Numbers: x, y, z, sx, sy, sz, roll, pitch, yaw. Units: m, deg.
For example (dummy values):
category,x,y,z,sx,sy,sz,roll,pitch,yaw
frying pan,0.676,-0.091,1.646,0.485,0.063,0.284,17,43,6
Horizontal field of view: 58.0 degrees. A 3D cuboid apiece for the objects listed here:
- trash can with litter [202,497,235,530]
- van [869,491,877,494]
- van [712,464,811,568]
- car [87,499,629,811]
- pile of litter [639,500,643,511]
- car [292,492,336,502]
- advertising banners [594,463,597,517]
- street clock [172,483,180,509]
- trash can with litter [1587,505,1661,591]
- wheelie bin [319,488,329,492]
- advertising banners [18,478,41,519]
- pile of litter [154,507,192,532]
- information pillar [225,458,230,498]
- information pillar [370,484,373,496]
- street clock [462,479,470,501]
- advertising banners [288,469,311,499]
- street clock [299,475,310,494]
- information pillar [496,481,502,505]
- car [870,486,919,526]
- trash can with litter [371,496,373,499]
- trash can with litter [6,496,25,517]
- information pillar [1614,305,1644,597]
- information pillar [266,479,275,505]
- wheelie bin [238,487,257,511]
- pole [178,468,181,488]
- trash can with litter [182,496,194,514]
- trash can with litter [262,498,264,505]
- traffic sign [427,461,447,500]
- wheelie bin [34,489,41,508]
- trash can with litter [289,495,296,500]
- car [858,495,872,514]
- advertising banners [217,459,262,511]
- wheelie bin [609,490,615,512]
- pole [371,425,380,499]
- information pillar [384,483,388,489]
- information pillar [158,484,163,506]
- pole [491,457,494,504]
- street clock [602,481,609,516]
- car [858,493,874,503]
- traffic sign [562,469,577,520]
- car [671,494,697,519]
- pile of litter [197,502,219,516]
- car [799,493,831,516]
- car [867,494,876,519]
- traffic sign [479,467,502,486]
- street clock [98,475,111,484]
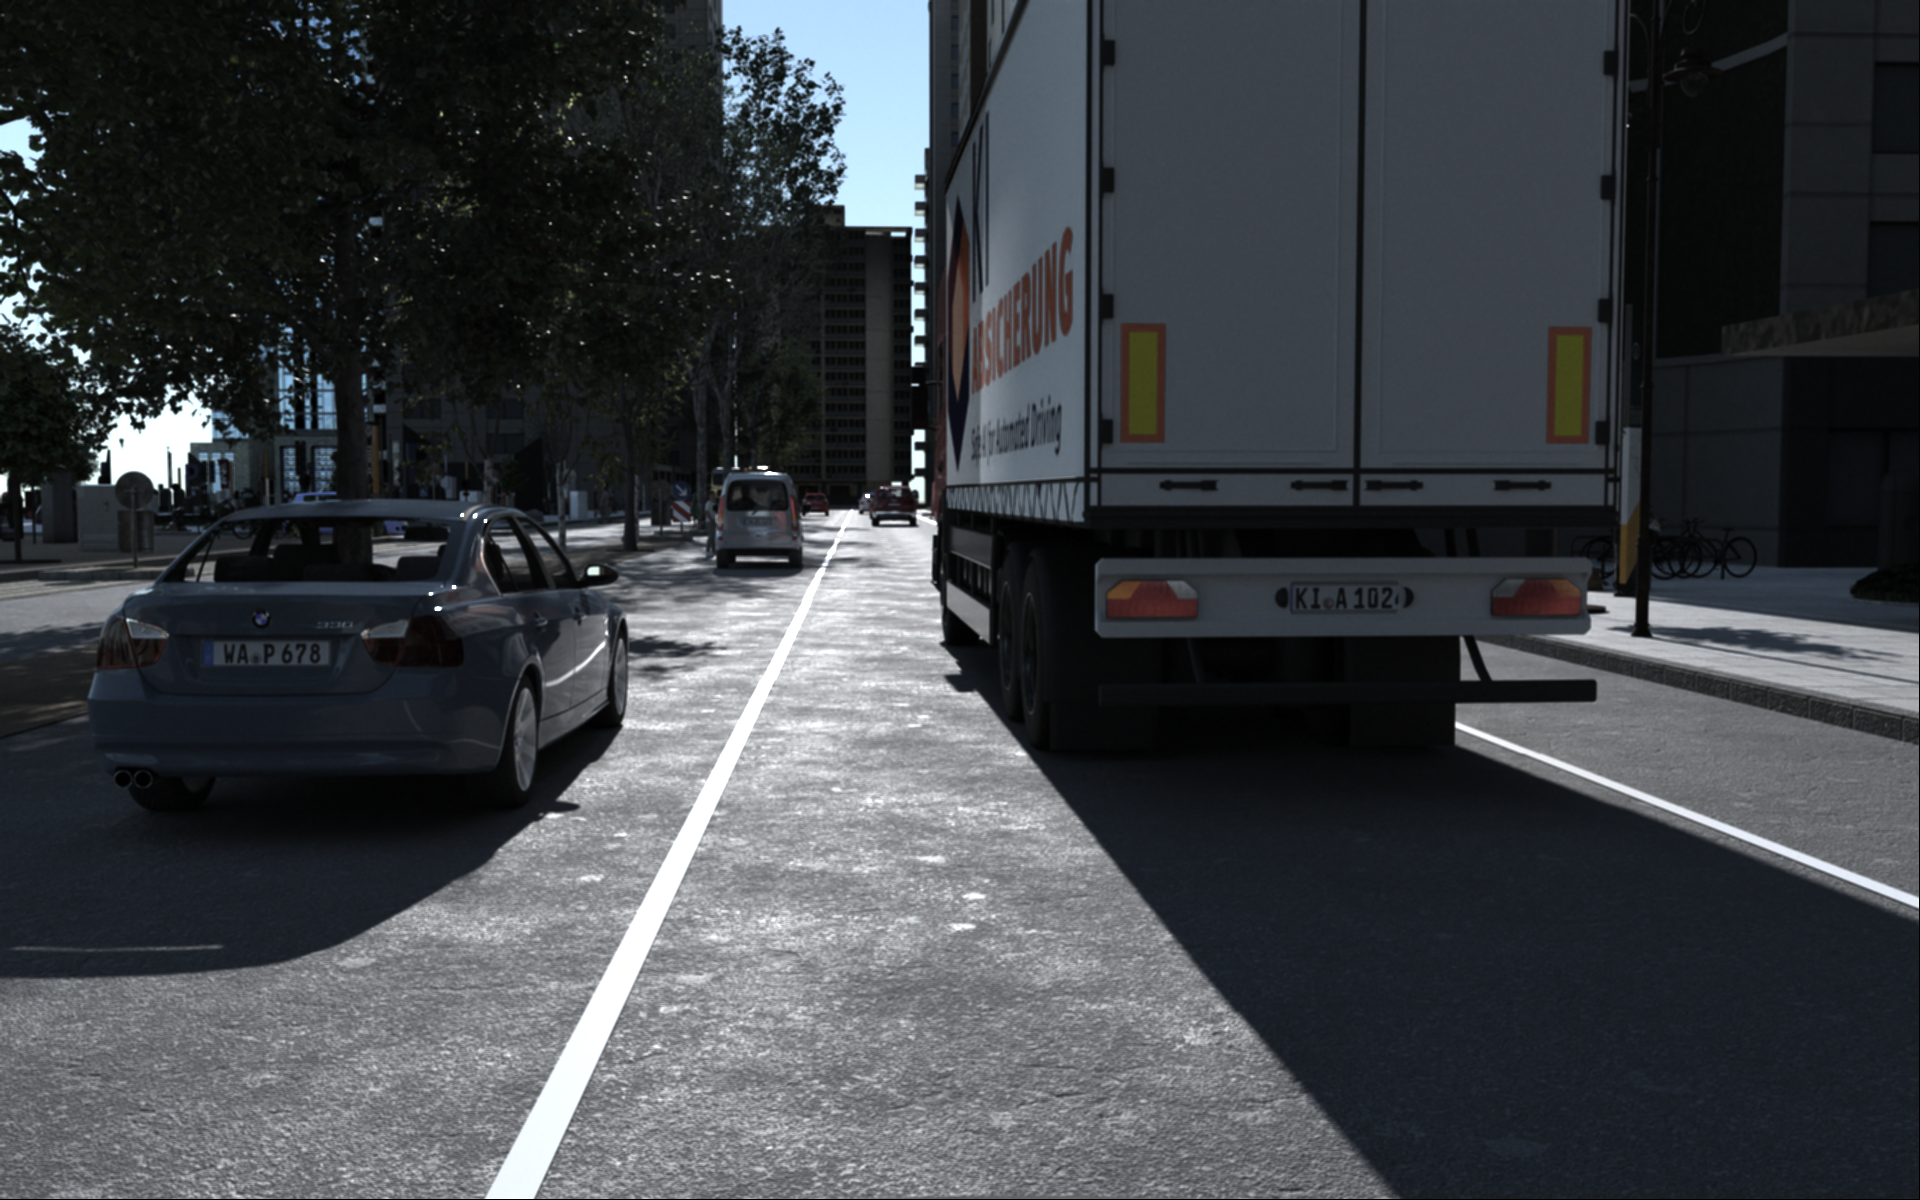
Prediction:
category,x,y,z,sx,sy,sz,roll,pitch,yaw
trash can with litter,-25.474,-2.941,59.478,1.055,1.170,0.624,0,4,1
van,-10.269,-12.365,209.184,2.013,2.044,4.112,0,4,-2
van,-4.009,-1.705,34.886,2.013,2.044,4.112,0,4,-5
car,-2.895,0.174,9.157,2.014,1.417,4.499,0,4,-2
pile of litter,-24.371,-7.111,130.226,1.176,0.858,1.719,-1,4,-13
car,-19.348,-2.753,54.607,3.694,1.707,1.945,0,4,-3
advertising banners,-20.264,-6.128,96.376,0.090,3.025,2.074,0,4,-7
street clock,-53.432,-6.939,118.016,0.471,2.002,0.358,-3,5,-45
trash can with litter,8.697,-0.709,22.987,1.055,1.170,0.624,1,4,10
wheelie bin,-32.733,-4.961,89.023,0.693,1.594,0.980,-3,4,-37
advertising banners,-47.743,-5.668,88.859,0.090,3.025,2.074,1,4,22
pile of litter,-27.079,-2.785,59.492,1.176,0.858,1.719,-2,4,-32
information pillar,-47.593,-7.427,112.794,0.504,3.616,0.183,1,4,14
information pillar,-43.004,-7.481,126.803,0.304,2.012,0.304,0,4,-6
street clock,-24.269,-4.927,85.130,0.358,2.002,0.471,-3,5,-44
advertising banners,-45.512,-7.500,118.807,2.074,3.025,0.090,0,4,0
street clock,-24.310,-3.653,64.290,0.358,2.002,0.471,0,4,6
information pillar,-24.725,-5.410,92.948,0.304,2.012,0.304,-1,4,-13
car,-3.024,-4.341,79.645,2.281,1.827,5.304,0,4,-2
trash can with litter,-40.608,-6.555,118.557,0.624,1.170,1.055,2,4,28
trash can with litter,-52.095,-5.164,95.497,1.678,1.210,2.233,0,4,-7
information pillar,8.429,-1.855,21.685,0.183,3.616,0.504,3,5,45
information pillar,-32.920,-4.784,82.718,0.304,2.012,0.304,-3,5,-44
wheelie bin,-32.712,-4.381,79.531,0.980,1.594,0.693,3,5,39
pole,-60.017,-8.524,133.206,0.158,3.312,0.155,0,3,0
trash can with litter,-37.180,-4.481,84.315,2.233,1.210,1.678,-1,4,-17
trash can with litter,-51.877,-7.195,129.018,1.055,1.170,0.624,1,4,10
traffic sign,-15.858,-2.973,52.247,0.795,2.450,0.064,0,4,-3
wheelie bin,-61.208,-6.553,115.056,0.693,1.594,0.980,2,4,27
trash can with litter,-38.654,-5.415,99.593,2.233,1.210,1.678,0,4,-4
car,-6.379,-6.932,125.699,2.083,1.381,4.827,0,4,-2
advertising banners,-36.246,-5.565,87.181,2.074,3.025,0.090,-3,4,-36
wheelie bin,-25.058,-7.077,123.612,0.980,1.594,0.693,0,4,7
pole,-17.349,-3.524,51.459,0.158,3.312,0.155,0,3,0
information pillar,-38.095,-6.755,114.941,0.304,2.012,0.304,-1,4,-9
information pillar,-58.146,-7.433,126.020,0.304,2.012,0.304,-3,5,-43
pole,-24.314,-5.879,89.969,0.158,3.312,0.155,0,3,0
street clock,-20.359,-5.786,99.166,0.358,2.002,0.471,2,4,32
car,-7.721,-8.435,147.503,1.945,1.707,3.694,0,4,-3
traffic sign,-19.543,-5.290,86.605,0.768,2.556,0.104,0,4,3
car,-15.671,-5.472,99.250,2.009,1.686,4.222,0,4,-2
pile of litter,-31.688,-3.611,73.004,1.719,0.858,1.176,2,4,33
car,-9.617,-6.486,115.085,2.155,1.783,4.494,0,4,-5
car,-4.423,-5.676,101.846,2.155,1.783,4.494,0,4,-3
traffic sign,-16.318,-3.460,60.218,0.795,2.450,0.064,0,4,-3
street clock,-33.293,-3.844,67.426,0.358,2.002,0.471,1,4,9
